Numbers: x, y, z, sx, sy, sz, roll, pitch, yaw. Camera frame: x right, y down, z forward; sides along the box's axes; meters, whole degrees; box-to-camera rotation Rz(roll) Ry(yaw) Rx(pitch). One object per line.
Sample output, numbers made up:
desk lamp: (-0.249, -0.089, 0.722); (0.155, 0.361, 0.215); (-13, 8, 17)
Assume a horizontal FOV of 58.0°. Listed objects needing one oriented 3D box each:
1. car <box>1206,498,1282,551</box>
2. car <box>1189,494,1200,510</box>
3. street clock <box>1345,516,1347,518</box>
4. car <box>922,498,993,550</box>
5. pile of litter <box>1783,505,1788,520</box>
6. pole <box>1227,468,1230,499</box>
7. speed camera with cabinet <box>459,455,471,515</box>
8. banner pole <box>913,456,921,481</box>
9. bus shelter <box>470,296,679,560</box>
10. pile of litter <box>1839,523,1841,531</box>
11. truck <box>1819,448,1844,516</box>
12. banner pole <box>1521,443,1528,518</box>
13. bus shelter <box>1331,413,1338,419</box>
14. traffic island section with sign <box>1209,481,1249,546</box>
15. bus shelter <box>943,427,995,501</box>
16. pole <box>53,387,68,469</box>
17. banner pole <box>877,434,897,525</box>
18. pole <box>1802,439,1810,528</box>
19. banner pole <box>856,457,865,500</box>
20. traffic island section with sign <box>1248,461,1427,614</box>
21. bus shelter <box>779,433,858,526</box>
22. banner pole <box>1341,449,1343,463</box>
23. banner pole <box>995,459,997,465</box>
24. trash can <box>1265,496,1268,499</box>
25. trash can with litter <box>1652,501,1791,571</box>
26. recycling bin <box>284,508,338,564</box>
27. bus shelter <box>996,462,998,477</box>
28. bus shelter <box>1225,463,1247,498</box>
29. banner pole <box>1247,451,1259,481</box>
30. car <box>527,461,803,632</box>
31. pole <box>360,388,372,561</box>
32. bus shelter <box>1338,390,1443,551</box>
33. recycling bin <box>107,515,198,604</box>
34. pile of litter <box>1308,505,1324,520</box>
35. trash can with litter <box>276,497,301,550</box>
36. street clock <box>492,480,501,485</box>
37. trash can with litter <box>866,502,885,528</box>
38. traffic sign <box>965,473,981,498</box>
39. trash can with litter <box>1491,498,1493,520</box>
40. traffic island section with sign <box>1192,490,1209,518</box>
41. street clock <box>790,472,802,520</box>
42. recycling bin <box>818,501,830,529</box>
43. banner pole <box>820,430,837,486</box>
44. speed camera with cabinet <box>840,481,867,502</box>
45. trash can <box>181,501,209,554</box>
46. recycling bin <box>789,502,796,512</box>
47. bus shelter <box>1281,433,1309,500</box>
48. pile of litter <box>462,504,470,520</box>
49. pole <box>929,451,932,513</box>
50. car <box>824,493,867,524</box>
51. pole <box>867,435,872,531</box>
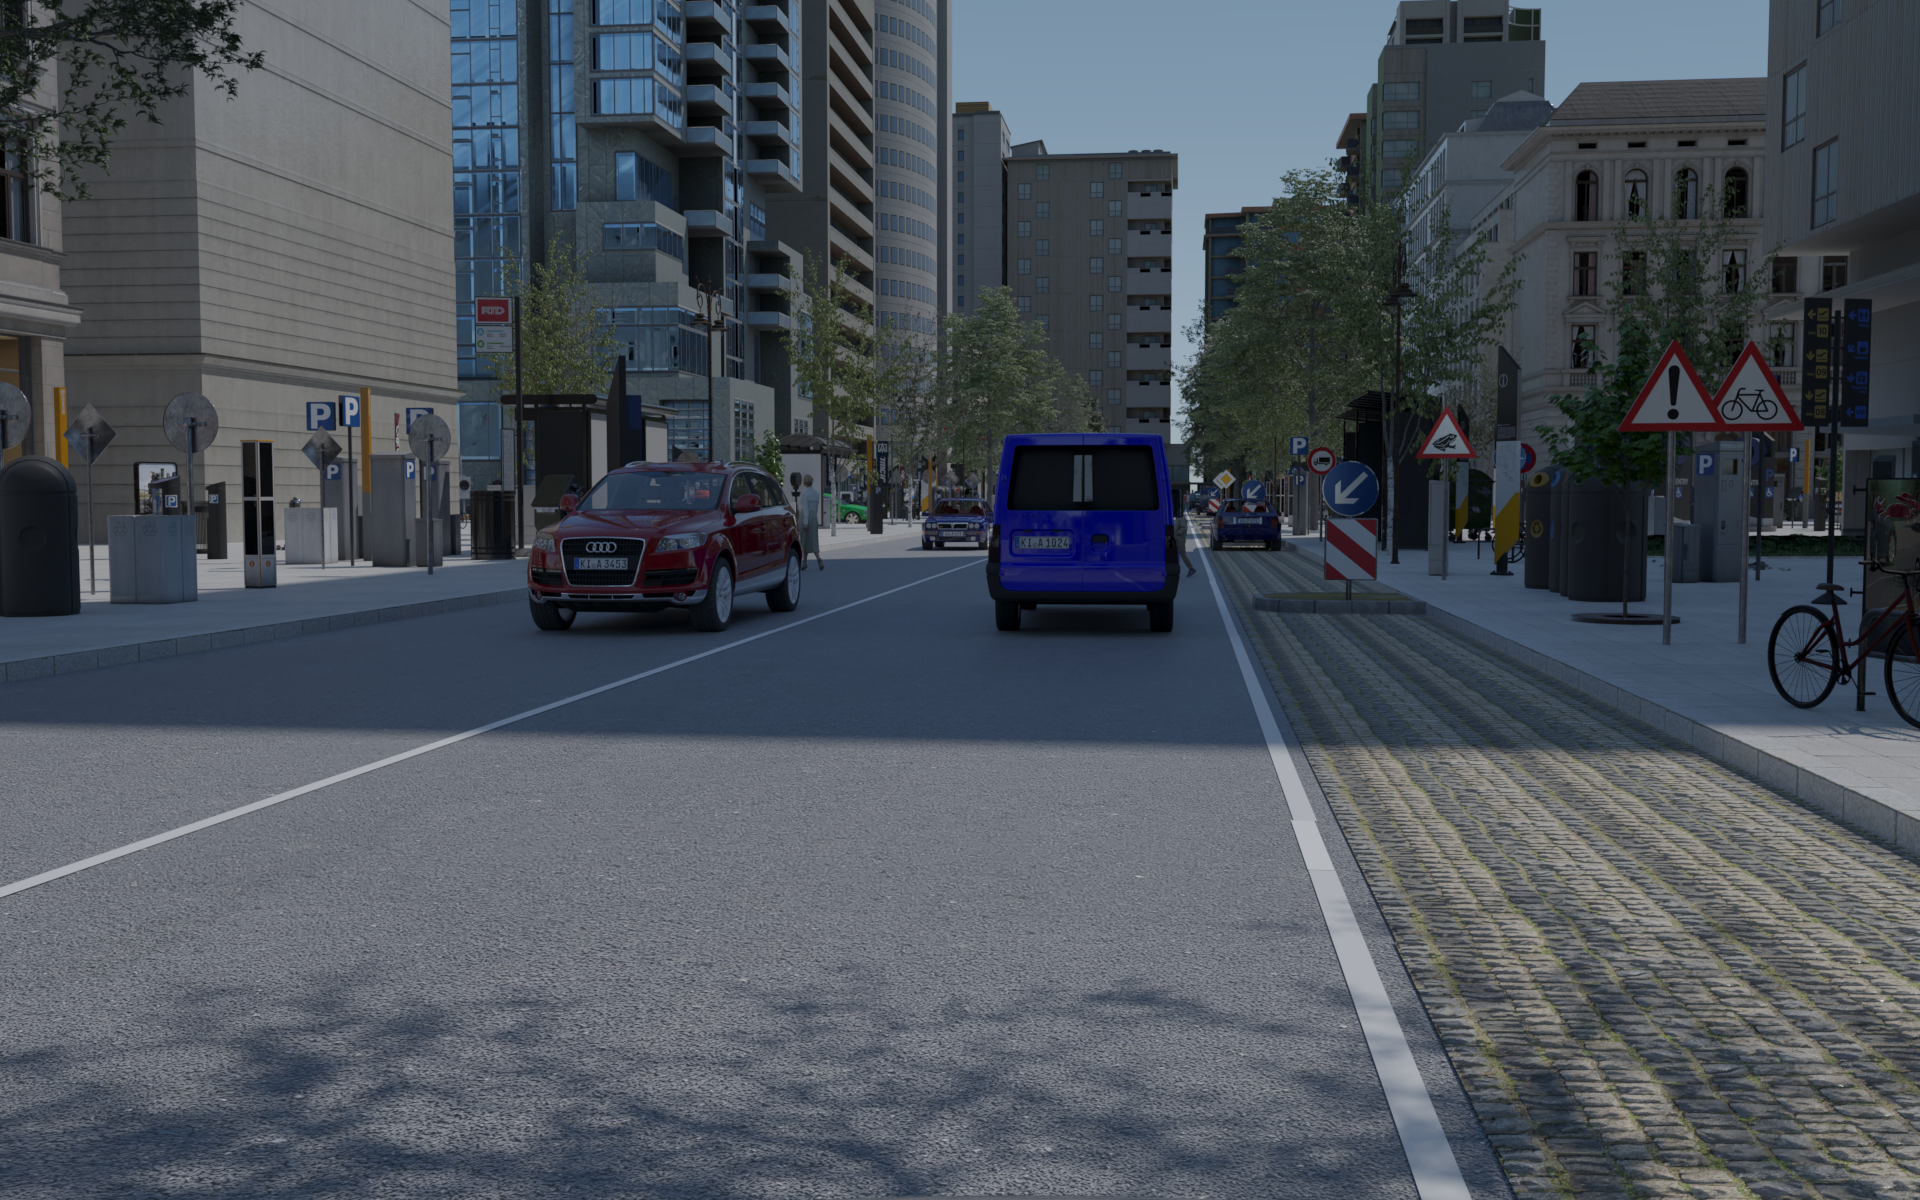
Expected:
car: (7.350, -1.967, 44.738); (1.945, 1.354, 3.894); (0, 4, 7)
car: (21.527, -8.987, 156.725); (2.009, 1.686, 4.222); (0, 4, 7)
street clock: (9.142, -2.212, 40.744); (0.358, 2.002, 0.471); (1, 4, 15)
car: (0.022, -2.020, 45.601); (1.945, 1.354, 3.894); (0, 4, 6)
pile of litter: (40.847, -4.438, 86.519); (1.719, 0.858, 1.176); (3, 5, 45)
pole: (19.855, -8.197, 127.868); (0.158, 3.312, 0.155); (0, 3, 0)
speed camera with cabinet: (-25.804, -5.697, 87.487); (2.038, 3.252, 0.660); (-3, 4, -38)
banner pole: (-2.855, -7.582, 113.980); (0.863, 3.779, 0.401); (-2, 4, -27)
bus shelter: (-8.439, -3.679, 37.790); (2.179, 5.291, 8.768); (0, 4, 7)
pile of litter: (30.958, -2.783, 59.462); (1.719, 0.858, 1.176); (-1, 4, -15)
truck: (39.923, -4.620, 71.468); (9.791, 3.379, 3.469); (0, 4, 5)
banner pole: (27.646, -5.811, 85.034); (0.401, 3.779, 0.863); (-1, 4, -20)
bus shelter: (11.622, -3.529, 48.990); (1.731, 3.624, 6.357); (0, 4, 7)
traffic island section with sign: (8.070, -2.434, 48.423); (1.989, 1.847, 2.006); (0, 4, 7)
bus shelter: (0.383, -7.832, 105.690); (2.179, 5.291, 8.768); (0, 4, 7)
pole: (-17.171, -2.403, 33.131); (0.158, 3.312, 0.155); (0, 3, 0)
banner pole: (-3.036, -4.990, 71.598); (0.863, 3.779, 0.401); (0, 4, -8)
pole: (31.608, -4.332, 64.675); (0.158, 3.312, 0.155); (0, 3, 0)
banner pole: (-6.630, -7.647, 115.047); (0.863, 3.779, 0.401); (-3, 4, -37)
traffic island section with sign: (4.666, -0.789, 21.525); (1.989, 1.847, 2.006); (0, 4, 7)
bus shelter: (-5.049, -4.075, 60.546); (2.014, 3.302, 5.546); (0, 4, 7)
banner pole: (18.910, -5.811, 85.028); (0.401, 3.779, 0.863); (3, 5, 45)
banner pole: (2.432, -7.293, 109.262); (0.863, 3.779, 0.401); (-2, 4, -29)
trash can: (23.512, -7.466, 133.722); (0.748, 1.137, 0.748); (0, 3, 0)
trash can with litter: (13.333, -1.152, 29.897); (1.678, 1.210, 2.233); (-1, 4, -14)
recycling bin: (-11.951, -1.184, 31.907); (0.722, 1.027, 0.722); (0, 4, 3)
bus shelter: (2.366, -8.429, 115.441); (2.179, 5.291, 8.768); (0, 4, 7)
bus shelter: (21.152, -8.633, 132.431); (1.731, 3.624, 6.357); (0, 4, 7)
banner pole: (16.951, -6.766, 100.648); (0.863, 3.779, 0.401); (0, 4, 5)
car: (-3.218, -0.680, 19.789); (2.281, 1.827, 5.304); (0, 4, 8)
pole: (-11.387, -2.411, 33.256); (0.158, 3.312, 0.155); (0, 3, 0)
bus shelter: (10.420, -3.106, 42.061); (1.731, 3.624, 6.357); (0, 4, 7)
recycling bin: (-9.542, -0.485, 20.487); (0.722, 1.027, 0.722); (0, 4, 6)
pile of litter: (17.751, -4.453, 86.764); (1.719, 0.858, 1.176); (0, 4, 3)
trash can with litter: (-15.316, -1.787, 40.282); (1.678, 1.210, 2.233); (-1, 4, -16)
street clock: (-23.719, -5.148, 88.733); (0.471, 2.002, 0.358); (-2, 4, -34)
trash can with litter: (-3.259, -3.348, 66.124); (0.624, 1.170, 1.055); (1, 4, 9)
traffic sign: (0.601, -4.671, 80.006); (0.795, 2.450, 0.064); (0, 4, 7)
trash can with litter: (26.956, -4.611, 86.775); (0.624, 1.170, 1.055); (1, 4, 21)
traffic island section with sign: (14.987, -5.775, 103.043); (1.989, 1.847, 2.006); (0, 4, 7)
street clock: (-5.438, -3.235, 57.459); (0.358, 2.002, 0.471); (1, 4, 19)
recycling bin: (-5.296, -3.159, 64.204); (0.722, 1.027, 0.722); (-3, 5, -43)
banner pole: (-5.164, -4.747, 67.631); (0.863, 3.779, 0.401); (-2, 4, -26)
speed camera with cabinet: (-7.314, -7.598, 118.562); (2.038, 3.252, 0.660); (-1, 4, -16)
trash can: (-16.370, -1.561, 37.180); (0.748, 1.137, 0.748); (0, 3, 0)
recycling bin: (-6.435, -3.075, 62.833); (0.722, 1.027, 0.722); (-2, 4, -32)
bus shelter: (21.012, -7.932, 107.313); (2.179, 5.291, 8.768); (0, 4, 7)
pile of litter: (-24.164, -4.327, 84.712); (1.176, 0.858, 1.719); (-1, 4, -20)
pole: (-1.395, -5.358, 81.445); (0.158, 3.312, 0.155); (0, 3, 0)
car: (-5.919, -4.111, 76.014); (4.718, 1.807, 1.959); (0, 4, 8)
pole: (-3.108, -4.012, 59.440); (0.158, 3.312, 0.155); (0, 3, 0)
